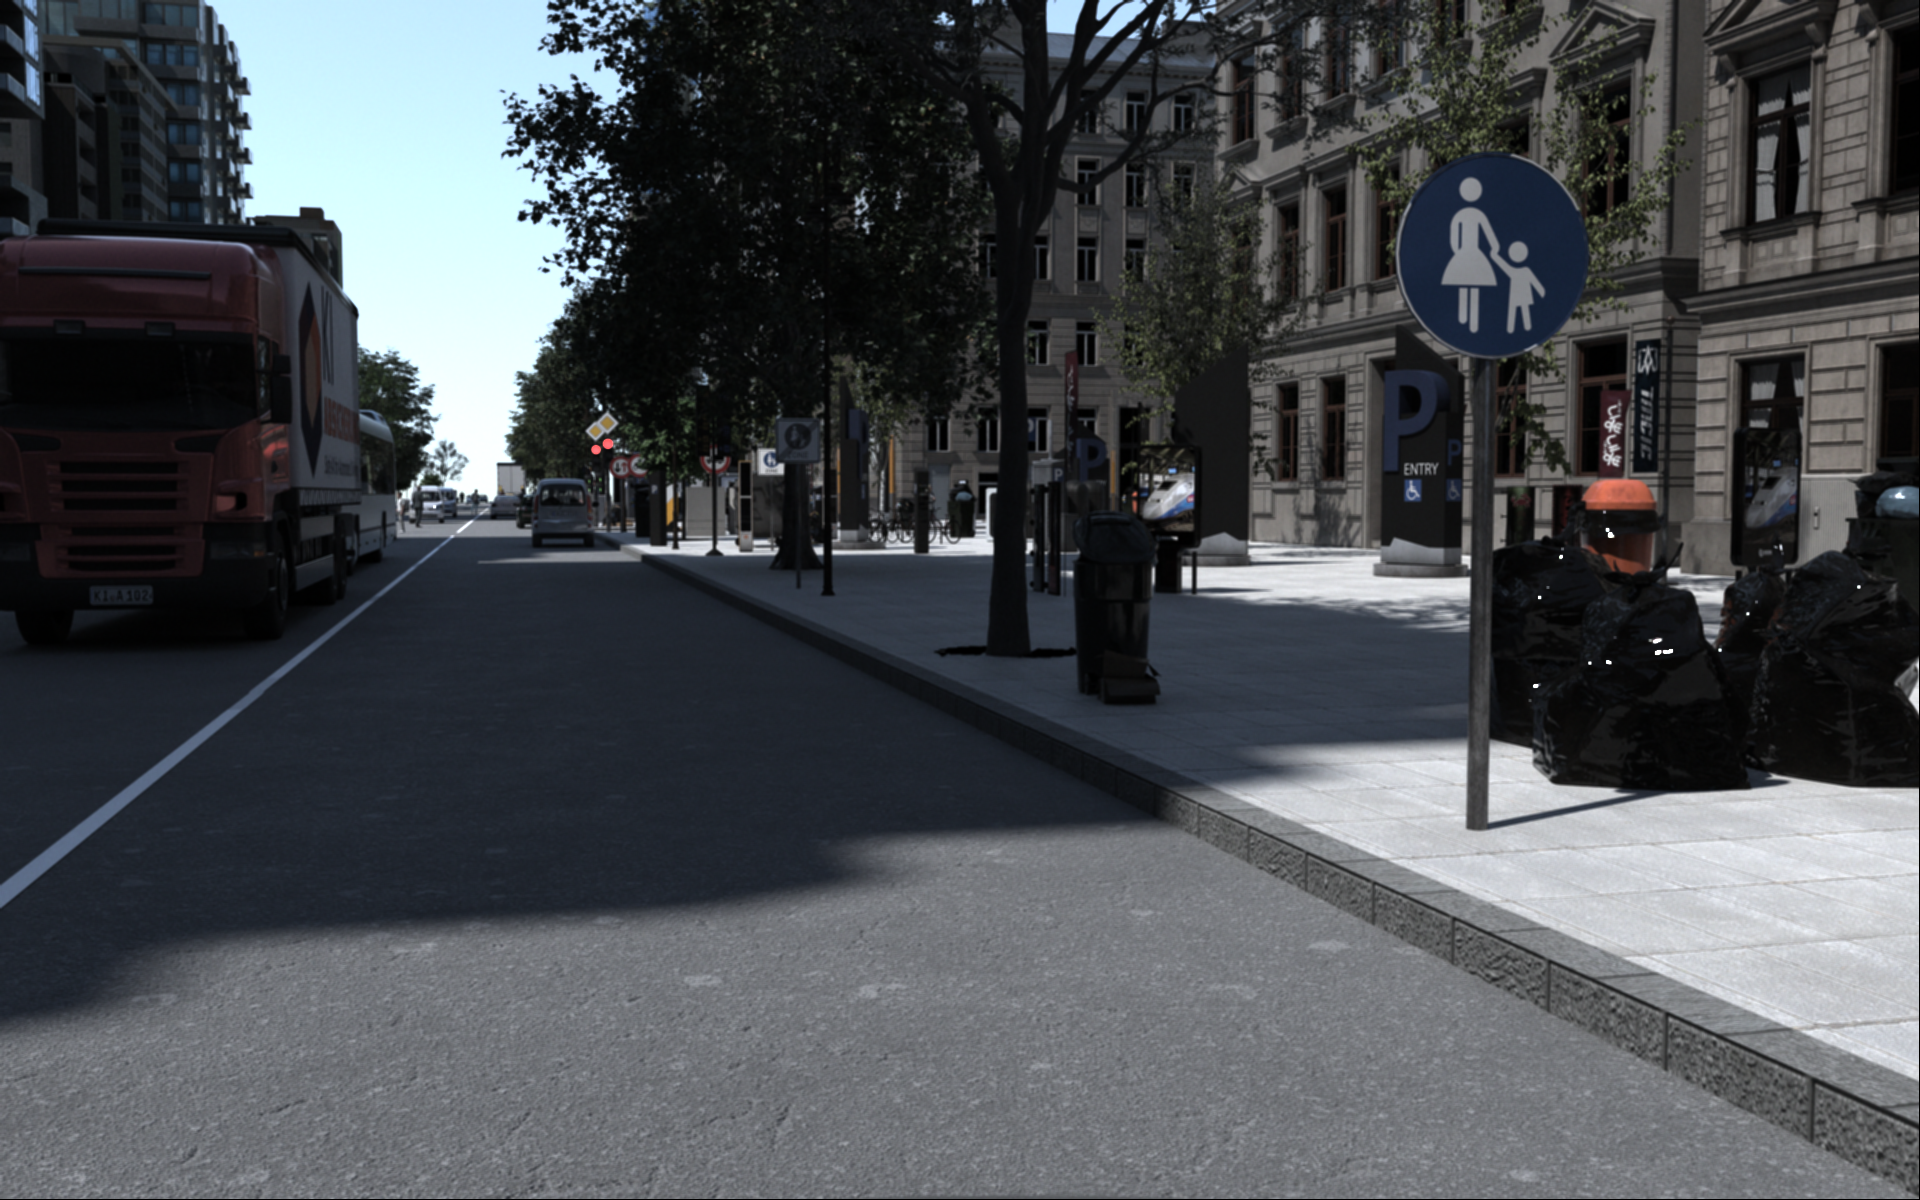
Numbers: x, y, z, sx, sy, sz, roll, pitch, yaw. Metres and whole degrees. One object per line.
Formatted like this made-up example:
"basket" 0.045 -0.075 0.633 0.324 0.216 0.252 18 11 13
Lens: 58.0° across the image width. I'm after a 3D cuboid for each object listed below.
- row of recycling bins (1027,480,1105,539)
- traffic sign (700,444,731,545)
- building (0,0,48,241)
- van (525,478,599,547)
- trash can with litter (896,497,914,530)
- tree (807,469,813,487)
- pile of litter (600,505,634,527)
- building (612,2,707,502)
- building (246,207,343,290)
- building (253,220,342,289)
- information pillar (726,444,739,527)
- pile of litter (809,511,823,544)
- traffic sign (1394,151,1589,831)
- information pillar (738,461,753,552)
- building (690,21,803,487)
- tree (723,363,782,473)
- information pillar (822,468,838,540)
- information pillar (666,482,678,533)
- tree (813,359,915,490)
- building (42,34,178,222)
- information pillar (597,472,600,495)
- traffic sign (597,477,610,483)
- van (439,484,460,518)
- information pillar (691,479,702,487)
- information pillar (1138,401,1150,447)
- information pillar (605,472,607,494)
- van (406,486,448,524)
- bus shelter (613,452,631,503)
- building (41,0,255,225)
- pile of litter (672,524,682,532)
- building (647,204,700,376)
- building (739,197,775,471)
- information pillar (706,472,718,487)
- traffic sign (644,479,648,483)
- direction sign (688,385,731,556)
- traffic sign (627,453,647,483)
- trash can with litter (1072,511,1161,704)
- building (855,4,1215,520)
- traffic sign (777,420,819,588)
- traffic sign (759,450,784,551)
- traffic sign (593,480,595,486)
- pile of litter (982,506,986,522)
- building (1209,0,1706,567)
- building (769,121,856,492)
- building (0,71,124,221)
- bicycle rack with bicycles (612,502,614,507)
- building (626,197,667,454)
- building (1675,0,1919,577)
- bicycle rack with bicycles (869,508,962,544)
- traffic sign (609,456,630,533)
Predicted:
"row of recycling bins" 3.020 -2.678 50.894 1.069 1.692 3.534 3 5 44
"traffic sign" -6.179 -2.672 43.789 0.768 2.556 0.104 -1 4 -9
"building" -57.714 -47.102 82.788 22.319 86.520 31.000 -1 4 -15
"van" -11.000 -2.503 47.941 2.013 2.044 4.112 -1 4 -13
"trash can with litter" -1.717 -3.072 61.609 1.055 1.170 0.624 -2 4 -34
"tree" -6.517 -8.233 84.971 4.360 8.622 3.978 0 3 0
"pile of litter" -13.424 -3.332 68.450 1.719 0.858 1.176 -2 4 -23
"building" -45.083 -59.373 283.418 22.319 86.520 31.000 -1 4 -15
"building" -104.739 -38.068 272.524 14.600 45.320 14.200 -1 4 -15
"building" -100.315 -35.206 259.213 14.154 41.232 14.086 -1 4 -15
"information pillar" -8.921 -4.684 67.932 0.504 3.616 0.183 -2 4 -33
"pile of litter" -4.041 -1.866 44.476 1.176 0.858 1.719 2 4 25
"traffic sign" 1.981 -0.395 6.559 0.768 2.556 0.104 -1 4 -9
"information pillar" -4.742 -2.072 38.363 0.304 2.012 0.304 0 4 -6
"building" -14.990 -44.410 164.363 20.563 71.187 20.611 -1 4 -15
"tree" -8.494 -7.886 79.292 4.737 8.622 4.395 0 3 0
"information pillar" -3.658 -2.711 48.811 0.304 2.012 0.304 3 5 42
"information pillar" -9.592 -4.045 57.486 0.504 3.616 0.183 2 4 25
"tree" -3.459 -7.426 71.780 4.360 8.622 3.978 0 3 0
"building" -78.195 -27.397 139.818 32.217 40.220 23.993 -1 4 -15
"information pillar" -24.722 -7.766 118.321 0.504 3.616 0.183 0 4 6
"traffic sign" -21.245 -6.303 103.165 0.768 2.556 0.104 -1 4 -14
"van" -31.812 -6.086 106.524 2.013 2.044 4.112 -1 4 -16
"information pillar" -19.479 -8.339 127.702 0.504 3.616 0.183 3 5 43
"information pillar" 4.654 -3.220 44.002 0.183 3.616 0.504 2 4 35
"information pillar" -15.423 -5.158 75.689 0.183 3.616 0.504 -1 4 -19
"van" -26.398 -4.815 85.736 2.013 2.044 4.112 -1 4 -16
"bus shelter" -19.262 -6.636 99.785 1.731 3.624 6.357 -1 4 -15
"building" -80.883 -33.476 166.935 23.786 49.044 30.456 -1 4 -15
"pile of litter" -9.863 -2.748 58.888 1.176 0.858 1.719 -1 4 -20
"building" -39.405 -34.487 247.457 14.154 41.232 14.086 -1 4 -15
"building" -9.002 -21.164 133.416 14.401 28.519 23.554 -1 4 -15
"information pillar" -8.306 -3.280 58.112 0.304 2.012 0.304 -3 4 -38
"traffic sign" -19.753 -6.661 109.008 0.768 2.556 0.104 0 4 -7
"direction sign" -5.130 -2.696 36.083 0.876 3.537 0.379 -3 5 -45
"traffic sign" -9.965 -3.293 53.952 0.768 2.556 0.104 0 4 -6
"trash can with litter" 1.065 0.025 10.973 0.624 1.170 1.055 0 4 -8
"building" 7.415 -18.037 92.173 25.104 27.353 12.463 -1 4 -15
"traffic sign" -2.193 -1.304 23.456 0.606 2.300 0.079 -1 4 -10
"traffic sign" -4.264 -2.271 39.267 0.606 2.300 0.079 0 4 -5
"traffic sign" -29.827 -8.552 139.936 0.768 2.556 0.104 -1 4 -8
"pile of litter" 1.590 -4.034 79.924 1.176 0.858 1.719 0 4 4
"building" 14.475 -12.478 40.168 11.583 22.565 21.152 -1 4 -15
"building" -4.319 -19.951 112.105 13.634 28.700 20.117 -1 4 -15
"building" -65.719 -21.168 117.792 14.160 30.474 14.107 -1 4 -15
"bicycle rack with bicycles" -22.507 -5.841 108.887 2.852 0.926 2.925 -1 4 -9
"building" -42.724 -37.367 261.057 14.600 45.320 14.200 -1 4 -15
"building" 18.484 -9.492 19.820 10.561 19.102 19.286 -1 4 -15
"bicycle rack with bicycles" -1.702 -1.933 44.986 2.852 0.926 2.925 -2 4 -35
"traffic sign" -11.265 -3.516 57.593 0.768 2.556 0.104 -1 4 -14
